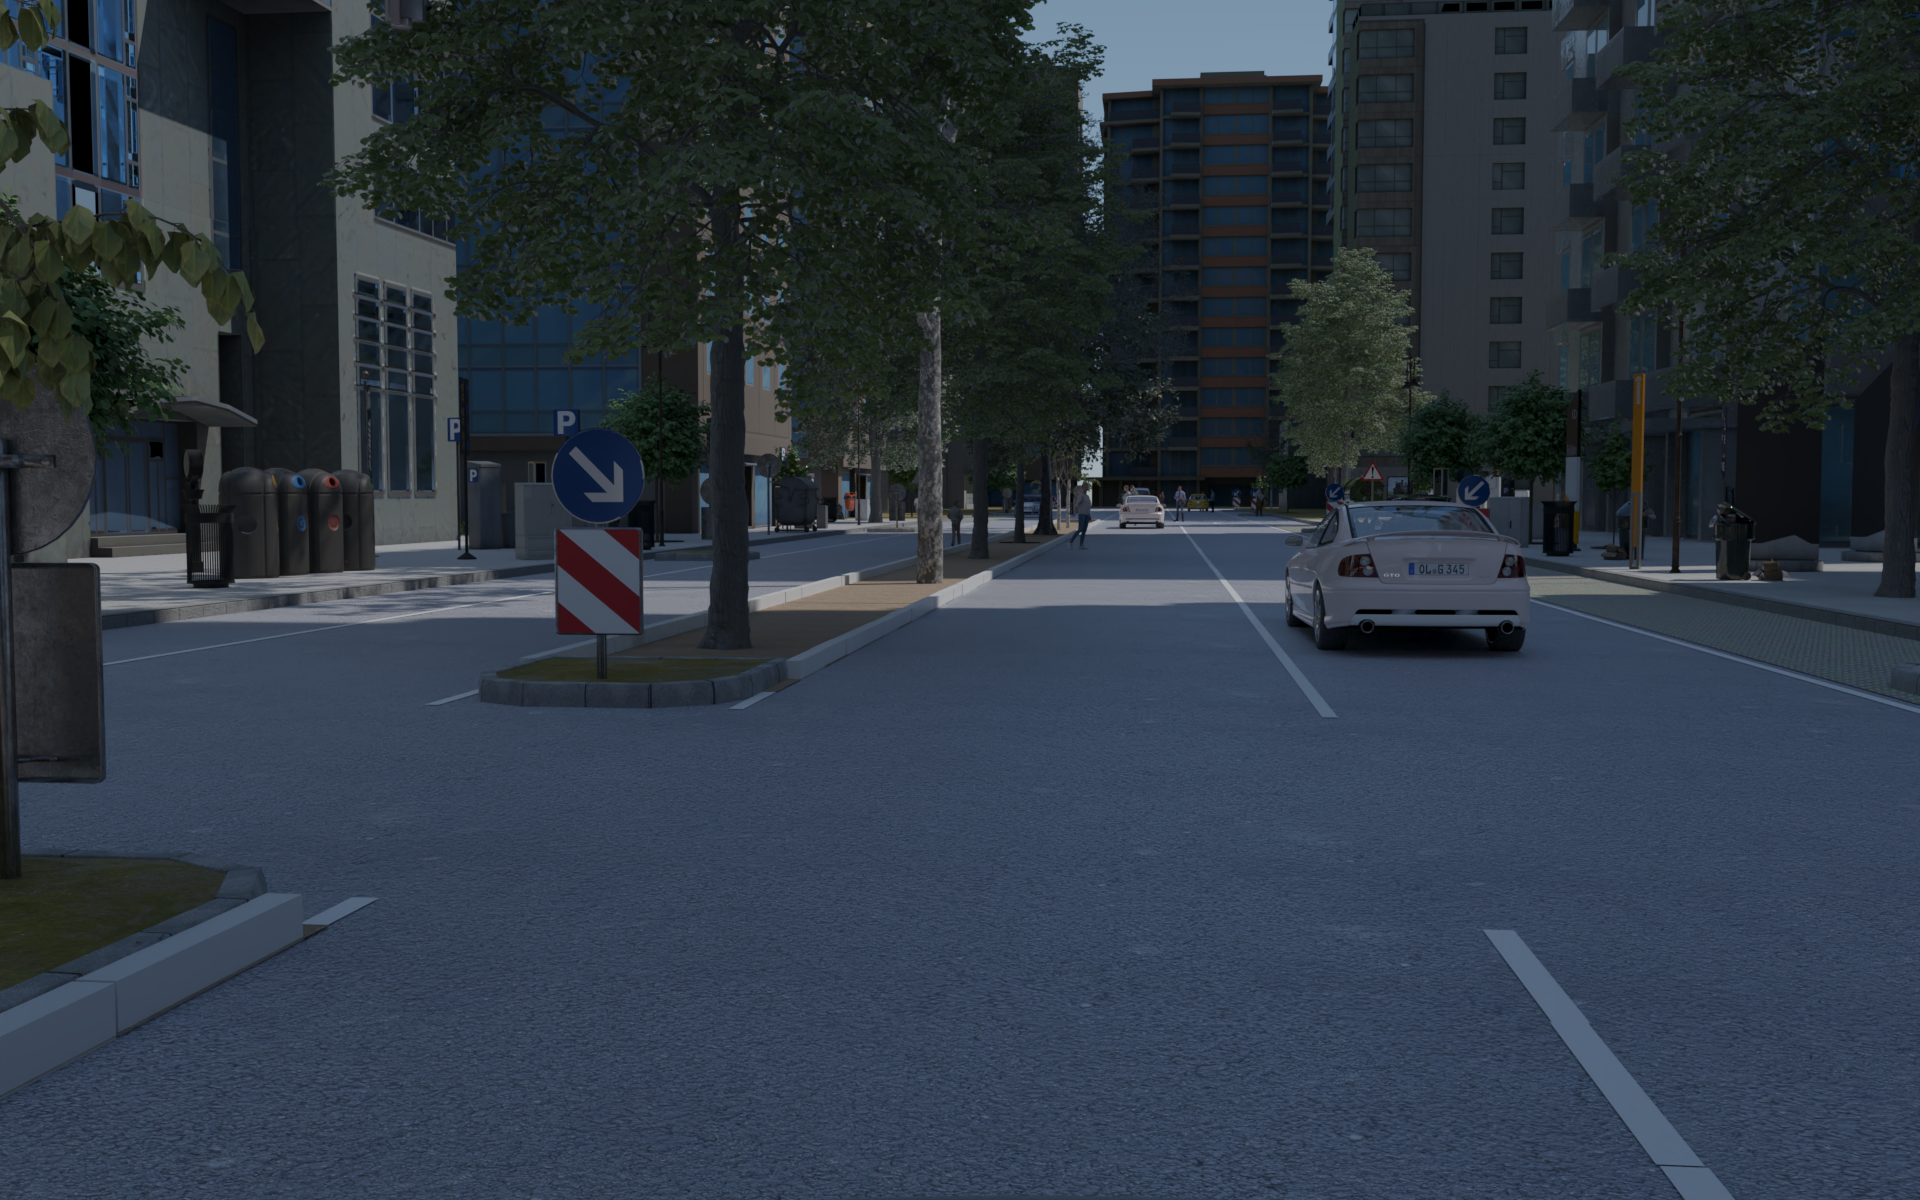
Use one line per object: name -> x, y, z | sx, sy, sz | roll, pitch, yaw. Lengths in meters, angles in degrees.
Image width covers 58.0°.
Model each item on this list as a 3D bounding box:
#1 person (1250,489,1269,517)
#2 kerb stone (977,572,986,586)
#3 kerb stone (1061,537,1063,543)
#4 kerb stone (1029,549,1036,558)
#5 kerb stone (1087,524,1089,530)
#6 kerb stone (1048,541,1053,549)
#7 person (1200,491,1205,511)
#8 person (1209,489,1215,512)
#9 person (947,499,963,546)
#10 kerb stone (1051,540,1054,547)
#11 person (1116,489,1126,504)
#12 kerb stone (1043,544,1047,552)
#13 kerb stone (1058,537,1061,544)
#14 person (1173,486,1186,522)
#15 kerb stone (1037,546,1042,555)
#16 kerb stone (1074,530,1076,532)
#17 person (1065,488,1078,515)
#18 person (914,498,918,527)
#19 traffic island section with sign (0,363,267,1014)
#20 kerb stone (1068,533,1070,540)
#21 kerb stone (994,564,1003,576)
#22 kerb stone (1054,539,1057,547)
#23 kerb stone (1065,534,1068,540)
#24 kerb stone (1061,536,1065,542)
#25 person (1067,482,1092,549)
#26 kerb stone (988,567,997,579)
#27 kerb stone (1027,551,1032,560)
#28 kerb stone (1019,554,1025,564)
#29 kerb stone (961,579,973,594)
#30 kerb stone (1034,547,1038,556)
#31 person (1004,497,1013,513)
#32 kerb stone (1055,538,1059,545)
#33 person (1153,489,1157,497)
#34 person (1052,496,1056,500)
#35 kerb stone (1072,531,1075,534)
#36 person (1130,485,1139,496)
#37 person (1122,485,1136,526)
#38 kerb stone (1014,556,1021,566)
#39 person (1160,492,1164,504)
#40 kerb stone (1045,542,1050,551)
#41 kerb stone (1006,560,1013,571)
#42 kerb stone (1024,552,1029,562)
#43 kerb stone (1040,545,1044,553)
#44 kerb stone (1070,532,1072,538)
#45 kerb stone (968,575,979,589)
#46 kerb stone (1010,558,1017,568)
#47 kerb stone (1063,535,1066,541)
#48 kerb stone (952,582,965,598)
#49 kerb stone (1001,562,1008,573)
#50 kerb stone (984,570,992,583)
person -> 19.098, -6.197, 110.557 | 1.217, 1.736, 0.721 | 1, 4, 9
kerb stone -> 0.255, -0.297, 27.058 | 0.120, 0.150, 1.000 | 0, 4, 6
kerb stone -> 2.780, -1.665, 49.456 | 0.120, 0.150, 1.000 | 0, 4, 6
kerb stone -> 1.518, -0.981, 38.241 | 0.120, 0.150, 1.000 | 0, 4, 6
kerb stone -> 4.958, -2.850, 68.794 | 0.120, 0.150, 1.000 | 0, 4, 6
kerb stone -> 2.218, -1.356, 44.358 | 0.120, 0.150, 1.000 | 0, 4, 6
person -> 20.482, -8.373, 146.312 | 0.530, 1.710, 0.541 | 1, 4, 17
person -> 19.727, -7.765, 135.440 | 0.705, 1.826, 1.348 | 1, 4, 17
person -> -0.130, -2.115, 47.345 | 0.475, 1.303, 0.640 | 1, 4, 10
kerb stone -> 2.320, -1.418, 45.376 | 0.120, 0.150, 1.000 | 0, 4, 6
person -> 12.735, -7.728, 134.849 | 1.348, 1.824, 0.705 | 3, 5, 43
kerb stone -> 1.980, -1.228, 42.322 | 0.120, 0.150, 1.000 | 0, 4, 6
kerb stone -> 2.668, -1.604, 48.435 | 0.120, 0.150, 1.000 | 0, 4, 6
person -> 11.351, -4.984, 89.853 | 0.709, 1.838, 0.599 | 2, 4, 30
kerb stone -> 1.747, -1.096, 40.285 | 0.120, 0.150, 1.000 | 0, 4, 6
kerb stone -> 3.700, -2.165, 57.600 | 0.120, 0.150, 1.000 | 0, 4, 6
person -> 7.698, -6.769, 119.187 | 1.348, 1.822, 0.705 | -3, 5, -39
person -> -1.748, -3.977, 76.126 | 0.523, 1.515, 0.503 | 2, 4, 28
traffic island section with sign -> -3.255, 0.180, 5.196 | 2.006, 1.907, 1.989 | 0, 4, 6
kerb stone -> 3.235, -1.915, 53.526 | 0.120, 0.150, 1.000 | 0, 4, 6
kerb stone -> 0.591, -0.484, 30.106 | 0.120, 0.150, 1.000 | 0, 4, 6
kerb stone -> 2.437, -1.475, 46.401 | 0.120, 0.150, 1.000 | 0, 4, 6
kerb stone -> 3.120, -1.853, 52.508 | 0.120, 0.150, 1.000 | 0, 4, 6
kerb stone -> 2.892, -1.729, 50.472 | 0.120, 0.150, 1.000 | 0, 4, 6
person -> 3.051, -2.176, 44.754 | 0.598, 1.740, 0.731 | 1, 4, 21
kerb stone -> 0.478, -0.413, 29.091 | 0.120, 0.150, 1.000 | 0, 4, 6
kerb stone -> 1.405, -0.915, 37.223 | 0.120, 0.150, 1.000 | 0, 4, 6
kerb stone -> 1.174, -0.795, 35.192 | 0.120, 0.150, 1.000 | 0, 4, 6
kerb stone -> 0.036, -0.173, 25.025 | 0.120, 0.150, 1.000 | 0, 4, 6
kerb stone -> 1.620, -1.044, 39.261 | 0.120, 0.150, 1.000 | 0, 4, 6
person -> 3.303, -6.669, 118.228 | 0.721, 1.739, 1.217 | 2, 4, 31
kerb stone -> 2.558, -1.543, 47.416 | 0.120, 0.150, 1.000 | 0, 4, 6
person -> 14.890, -7.583, 132.508 | 0.705, 1.821, 1.348 | 1, 4, 22
person -> 8.210, -9.096, 157.935 | 1.217, 1.735, 0.721 | 3, 4, 38
kerb stone -> 3.590, -2.103, 56.580 | 0.120, 0.150, 1.000 | 0, 4, 6
person -> 8.310, -4.528, 82.334 | 0.655, 1.846, 0.447 | -1, 4, -21
person -> 7.362, -4.134, 76.192 | 0.778, 1.811, 0.616 | 0, 4, 0
kerb stone -> 1.060, -0.732, 34.170 | 0.120, 0.150, 1.000 | 0, 4, 6
person -> 19.037, -9.374, 163.242 | 0.415, 1.643, 0.593 | 1, 4, 22
kerb stone -> 2.097, -1.293, 43.339 | 0.120, 0.150, 1.000 | 0, 4, 6
kerb stone -> 0.836, -0.608, 32.138 | 0.120, 0.150, 1.000 | 0, 4, 6
kerb stone -> 1.286, -0.854, 36.208 | 0.120, 0.150, 1.000 | 0, 4, 6
kerb stone -> 1.860, -1.169, 41.305 | 0.120, 0.150, 1.000 | 0, 4, 6
kerb stone -> 3.354, -1.978, 54.543 | 0.120, 0.150, 1.000 | 0, 4, 6
kerb stone -> 0.145, -0.232, 26.042 | 0.120, 0.150, 1.000 | 0, 4, 6
kerb stone -> 0.943, -0.662, 33.155 | 0.120, 0.150, 1.000 | 0, 4, 6
kerb stone -> 2.999, -1.792, 51.489 | 0.120, 0.150, 1.000 | 0, 4, 6
kerb stone -> -0.087, -0.109, 24.011 | 0.120, 0.150, 1.000 | 0, 4, 6
kerb stone -> 0.711, -0.544, 31.122 | 0.120, 0.150, 1.000 | 0, 4, 6
kerb stone -> 0.372, -0.355, 28.074 | 0.120, 0.150, 1.000 | 0, 4, 6
